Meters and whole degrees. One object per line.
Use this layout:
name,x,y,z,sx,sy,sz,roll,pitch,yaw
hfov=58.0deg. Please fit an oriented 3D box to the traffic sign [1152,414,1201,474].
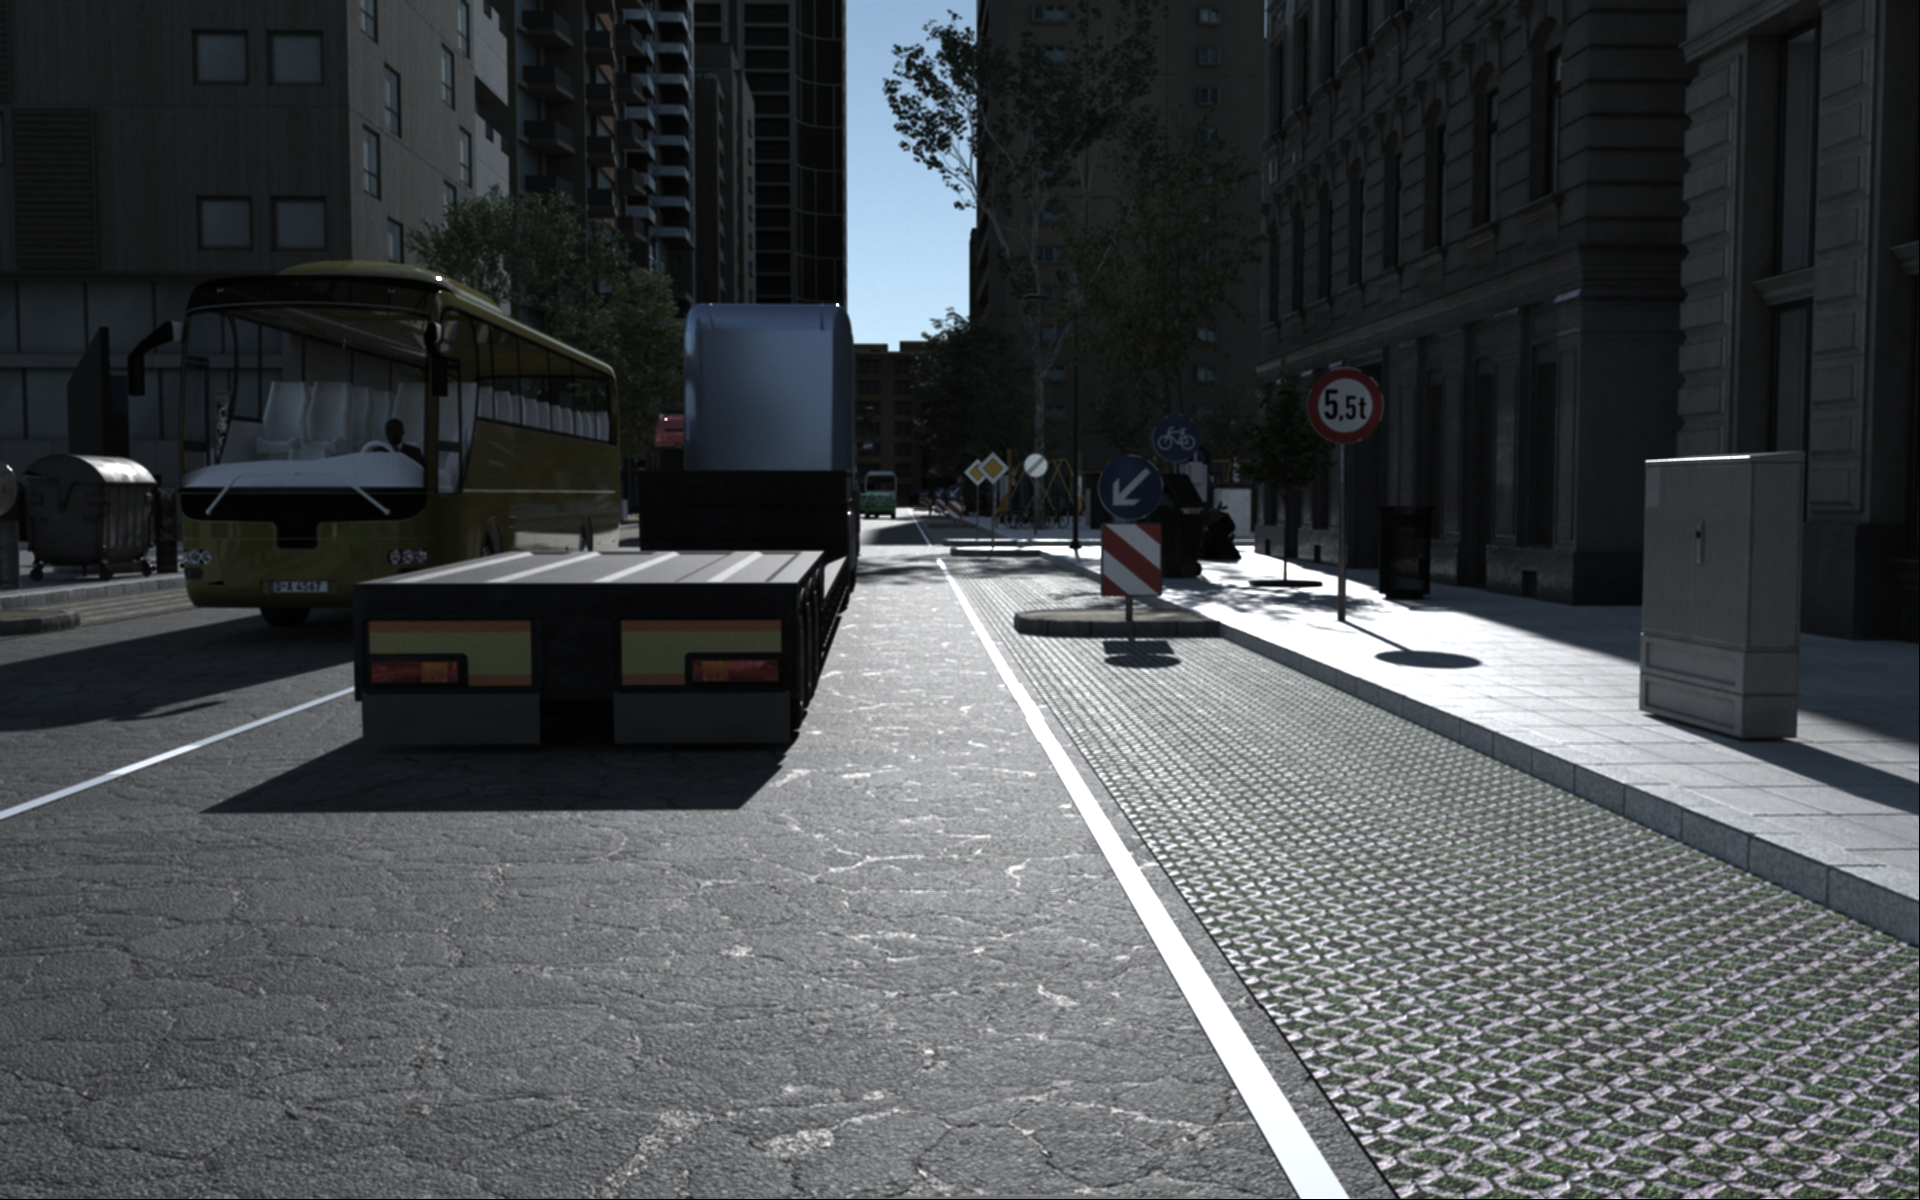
traffic sign,3.459,-1.690,27.736,0.768,2.556,0.104,0,4,8

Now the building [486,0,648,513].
building,-31.301,-27.572,105.427,22.147,44.769,28.867,0,4,-2

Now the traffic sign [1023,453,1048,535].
traffic sign,2.360,-3.298,54.029,0.768,2.556,0.104,0,4,2

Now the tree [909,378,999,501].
tree,0.127,-11.884,128.709,8.767,10.594,7.601,0,4,8

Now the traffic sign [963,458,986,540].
traffic sign,0.494,-2.756,48.702,0.795,2.450,0.064,0,4,-2

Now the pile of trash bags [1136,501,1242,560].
pile of trash bags,4.476,-1.556,35.196,1.912,1.369,3.447,0,4,-5

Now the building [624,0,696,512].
building,-31.781,-50.421,137.053,22.319,86.520,31.000,0,4,-2

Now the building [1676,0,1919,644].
building,12.779,-11.018,9.029,11.050,23.489,19.941,0,4,-2

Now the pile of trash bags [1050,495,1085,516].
pile of trash bags,6.485,-5.649,102.105,1.912,1.369,3.447,1,4,17

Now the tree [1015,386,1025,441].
tree,5.267,-9.669,108.447,4.737,8.622,4.395,0,3,0

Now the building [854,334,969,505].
building,0.314,-23.197,224.318,28.899,21.520,27.650,0,4,-2

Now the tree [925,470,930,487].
tree,-1.121,-11.021,163.902,4.285,4.588,4.351,0,3,0

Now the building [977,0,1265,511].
building,12.477,-31.735,142.576,21.300,48.544,21.600,0,4,-2

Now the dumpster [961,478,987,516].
dumpster,0.806,-5.977,100.224,1.502,2.255,1.985,0,4,-2

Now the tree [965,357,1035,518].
tree,2.123,-8.766,93.684,4.360,8.622,3.978,0,3,0

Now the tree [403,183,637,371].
tree,-14.748,-8.022,56.915,9.928,11.665,9.643,0,3,0

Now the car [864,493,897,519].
car,-4.674,-5.670,101.494,1.959,1.807,4.718,0,4,-3

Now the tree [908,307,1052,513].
tree,1.137,-12.947,118.346,9.857,13.997,8.962,0,3,0

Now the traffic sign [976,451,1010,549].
traffic sign,0.774,-2.268,40.721,0.795,2.450,0.064,0,4,-2

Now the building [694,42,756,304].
building,-33.090,-34.257,183.797,21.600,48.544,21.300,0,4,-2

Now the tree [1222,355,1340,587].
tree,4.561,-1.823,24.402,1.663,3.219,1.824,0,3,0

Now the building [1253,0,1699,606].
building,11.396,-10.957,28.302,9.793,20.994,18.267,0,4,-2

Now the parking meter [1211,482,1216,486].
parking meter,12.195,-4.787,83.977,0.255,1.863,0.399,3,4,39

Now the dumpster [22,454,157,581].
dumpster,-13.115,-1.246,26.134,1.264,1.857,1.865,0,4,-2

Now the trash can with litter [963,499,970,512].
trash can with litter,0.705,-6.892,124.066,1.055,1.170,0.624,0,4,3

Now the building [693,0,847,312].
building,-24.816,-47.710,218.304,20.611,71.187,20.563,0,4,-2

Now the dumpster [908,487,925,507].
dumpster,-4.926,-11.815,198.124,1.985,2.255,1.502,0,4,-3

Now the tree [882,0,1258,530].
tree,4.136,-12.563,61.292,12.611,20.169,13.585,0,3,0

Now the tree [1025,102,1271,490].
tree,3.634,-4.986,31.884,4.737,8.622,4.395,0,3,0

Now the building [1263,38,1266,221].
building,44.316,-41.549,221.317,28.212,58.520,21.231,0,4,-2

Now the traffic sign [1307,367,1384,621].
traffic sign,3.870,-1.063,17.488,0.768,2.556,0.104,0,4,3

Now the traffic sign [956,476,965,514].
traffic sign,0.158,-6.767,110.743,0.768,2.556,0.104,0,4,7

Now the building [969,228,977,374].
building,7.968,-25.574,189.839,14.160,30.474,14.107,0,4,-2

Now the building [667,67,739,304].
building,-28.234,-29.204,161.074,14.154,41.232,14.086,0,4,-2

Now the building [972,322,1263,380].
building,15.555,-19.808,168.901,27.650,21.520,28.899,0,4,-2

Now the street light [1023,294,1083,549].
street light,2.171,-4.154,40.464,1.470,5.913,1.316,0,4,-2

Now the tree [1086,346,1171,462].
tree,8.021,-8.188,84.241,4.360,8.622,3.978,0,3,0

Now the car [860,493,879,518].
car,-5.882,-5.987,106.678,1.959,1.807,4.718,0,4,-3

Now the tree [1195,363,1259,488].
tree,15.285,-9.045,98.240,4.360,8.622,3.978,0,3,0

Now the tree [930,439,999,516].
tree,1.102,-7.332,103.590,4.285,4.588,4.351,0,3,0

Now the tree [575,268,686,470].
tree,-16.086,-10.357,87.469,7.486,12.596,7.792,0,3,0

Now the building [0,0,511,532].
building,-34.040,-29.340,68.952,28.713,52.752,27.495,0,4,-2
